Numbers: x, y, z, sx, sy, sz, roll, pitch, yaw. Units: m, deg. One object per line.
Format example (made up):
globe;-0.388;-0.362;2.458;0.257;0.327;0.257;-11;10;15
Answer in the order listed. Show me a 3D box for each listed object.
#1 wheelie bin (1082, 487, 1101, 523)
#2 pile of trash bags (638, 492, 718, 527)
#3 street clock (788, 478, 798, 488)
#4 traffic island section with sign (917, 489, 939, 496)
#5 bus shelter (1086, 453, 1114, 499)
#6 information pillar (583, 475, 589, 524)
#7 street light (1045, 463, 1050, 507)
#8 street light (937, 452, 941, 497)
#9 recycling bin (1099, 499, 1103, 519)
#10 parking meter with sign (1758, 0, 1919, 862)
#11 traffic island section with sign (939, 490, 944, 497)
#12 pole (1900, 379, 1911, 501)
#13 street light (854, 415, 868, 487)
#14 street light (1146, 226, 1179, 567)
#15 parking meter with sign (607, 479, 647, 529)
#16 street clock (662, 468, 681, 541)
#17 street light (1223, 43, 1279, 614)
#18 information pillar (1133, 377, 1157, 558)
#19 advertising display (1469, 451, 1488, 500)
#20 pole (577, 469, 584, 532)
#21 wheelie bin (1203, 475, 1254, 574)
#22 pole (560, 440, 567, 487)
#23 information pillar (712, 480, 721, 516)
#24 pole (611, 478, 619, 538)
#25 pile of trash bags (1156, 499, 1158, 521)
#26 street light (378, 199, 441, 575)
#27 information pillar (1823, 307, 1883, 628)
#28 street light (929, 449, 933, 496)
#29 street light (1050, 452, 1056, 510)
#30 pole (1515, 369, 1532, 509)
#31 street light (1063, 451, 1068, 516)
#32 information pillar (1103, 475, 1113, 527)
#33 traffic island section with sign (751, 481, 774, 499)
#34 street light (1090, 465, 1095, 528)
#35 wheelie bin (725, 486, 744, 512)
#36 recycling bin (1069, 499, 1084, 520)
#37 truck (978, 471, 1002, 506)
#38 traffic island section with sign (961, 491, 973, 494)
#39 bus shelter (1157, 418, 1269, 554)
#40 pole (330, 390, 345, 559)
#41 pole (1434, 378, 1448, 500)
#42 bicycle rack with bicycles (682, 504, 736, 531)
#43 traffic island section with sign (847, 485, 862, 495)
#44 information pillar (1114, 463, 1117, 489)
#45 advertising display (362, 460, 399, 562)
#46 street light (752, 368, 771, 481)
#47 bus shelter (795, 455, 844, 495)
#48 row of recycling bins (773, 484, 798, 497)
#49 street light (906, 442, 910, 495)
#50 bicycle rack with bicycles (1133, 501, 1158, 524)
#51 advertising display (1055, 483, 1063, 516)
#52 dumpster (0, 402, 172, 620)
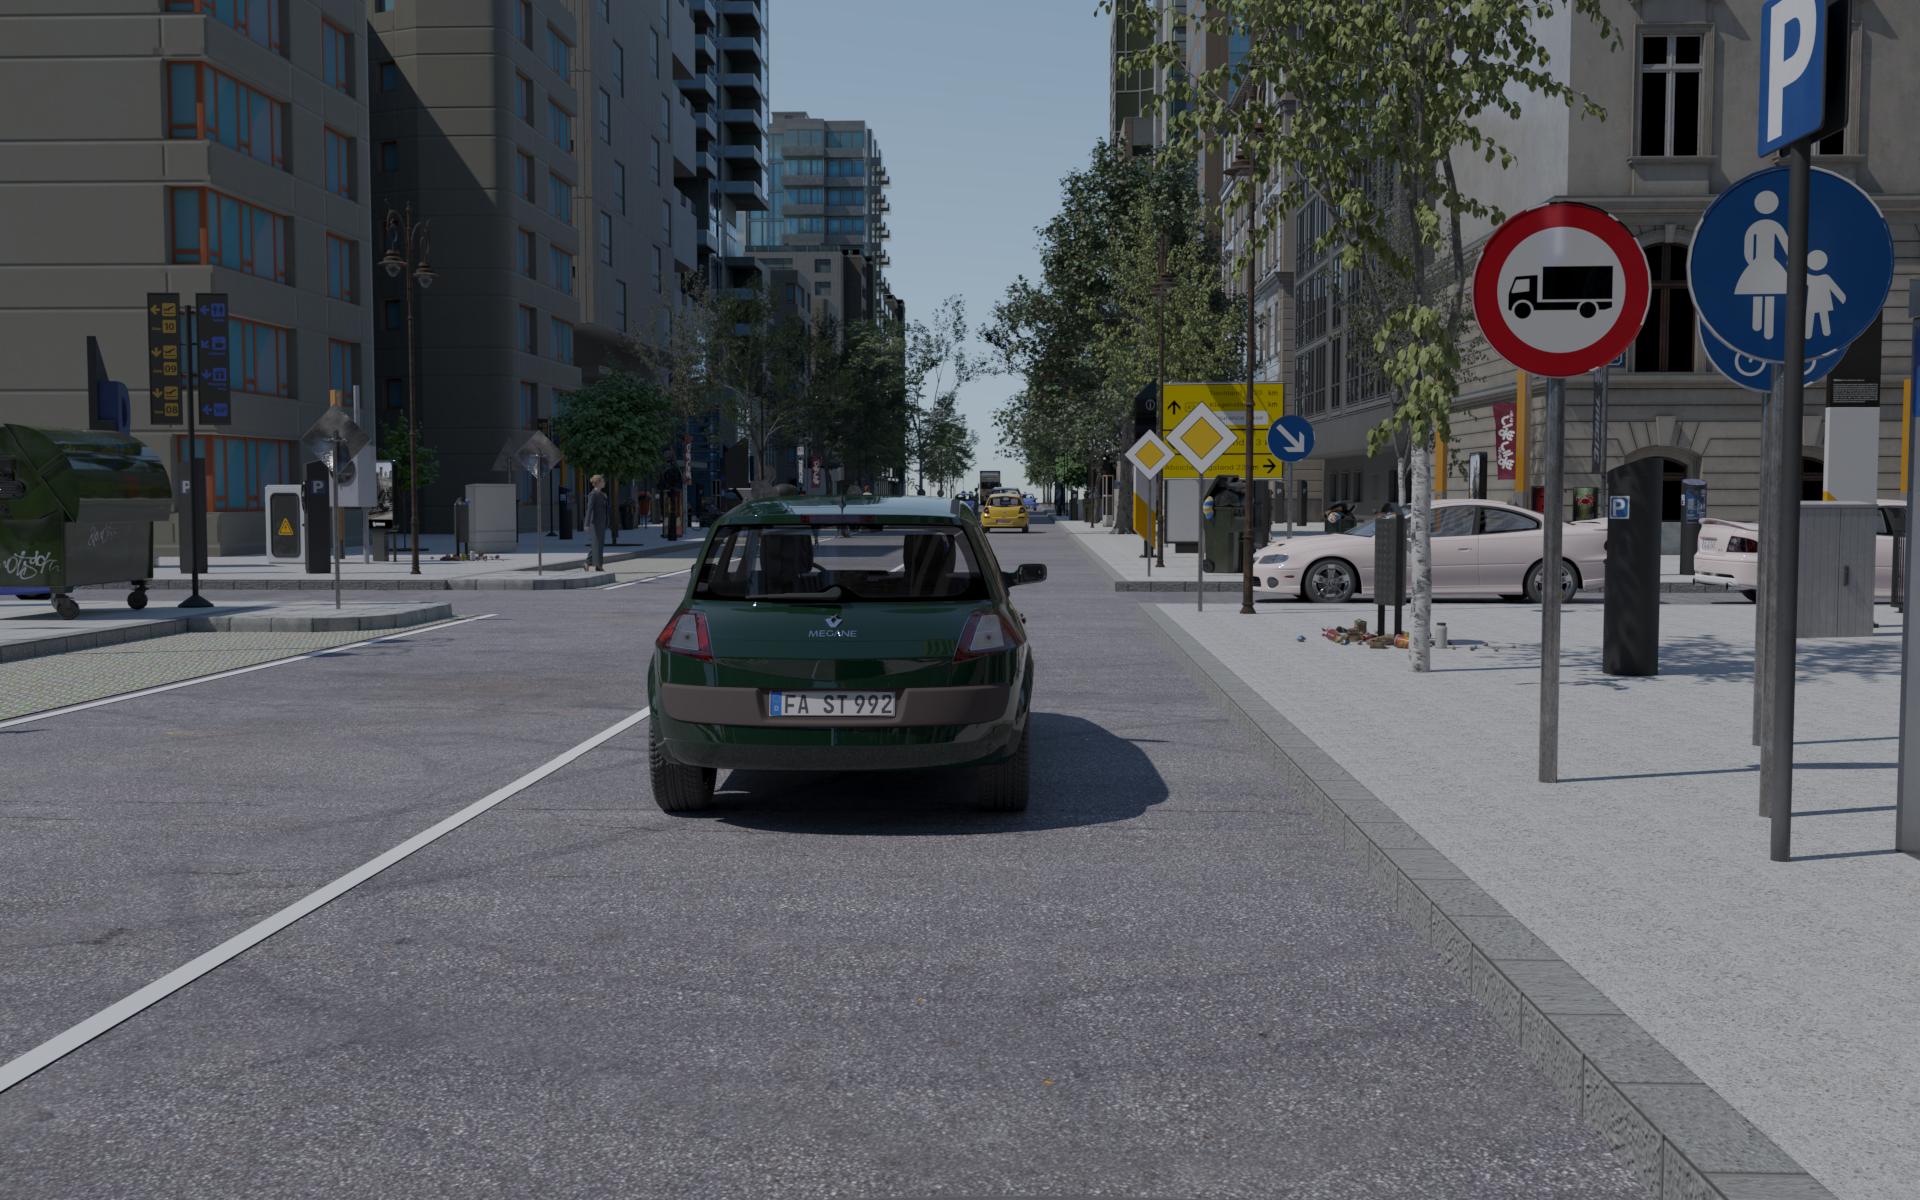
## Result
wheelie bin;5.928;-4.280;77.882;0.693;1.594;0.980;-3;5;-43
pile of trash bags;-10.928;-3.520;67.312;3.447;1.369;1.912;0;4;7
street clock;-7.689;-4.620;80.111;0.471;2.002;0.358;-2;4;-33
traffic island section with sign;-2.753;-7.163;125.736;1.989;1.847;2.006;0;4;2
bus shelter;7.523;-6.335;94.852;1.731;3.624;6.357;0;4;2
information pillar;-13.452;-3.511;61.903;0.304;2.012;0.304;1;4;9
street light;9.286;-12.550;177.984;0.468;5.910;1.993;0;4;2
street light;-2.295;-13.125;187.386;0.468;5.910;1.993;0;4;2
recycling bin;7.105;-4.629;88.244;0.722;1.027;0.722;-3;5;-41
parking meter with sign;3.694;-0.590;5.911;1.738;3.016;0.543;0;4;4
traffic island section with sign;-1.655;-8.862;153.519;1.989;1.847;2.006;0;4;2
pole;16.898;-2.265;30.877;0.158;3.312;0.155;0;3;0
street light;-5.786;-7.744;99.401;0.468;5.910;1.993;0;4;2
street light;3.506;-3.509;30.161;0.468;5.910;1.993;0;4;2
parking meter with sign;-12.284;-4.144;64.015;1.738;3.016;0.543;2;4;27
street clock;-7.874;-2.616;47.343;0.358;2.002;0.471;3;5;44
street light;3.090;-2.790;18.407;0.468;5.910;1.993;0;4;2
information pillar;3.722;-2.652;34.712;0.504;3.616;0.183;-2;4;-24
advertising display;7.946;-1.308;26.607;0.123;1.923;0.974;0;4;7
pole;-12.954;-3.986;59.018;0.158;3.312;0.155;0;3;0
wheelie bin;4.368;-1.241;28.195;0.693;1.594;0.980;3;5;41
pole;-11.688;-3.501;51.087;0.158;3.312;0.155;0;3;0
information pillar;-12.578;-5.196;89.439;0.304;2.012;0.304;3;5;39
pole;-10.165;-3.491;50.923;0.158;3.312;0.155;0;3;0
pile of trash bags;9.210;-4.560;84.302;3.447;1.369;1.912;0;4;7
street light;-8.704;-3.348;27.522;0.468;5.910;1.993;0;4;2
information pillar;8.540;-1.541;16.555;0.504;3.616;0.183;0;4;2
street light;-2.946;-12.344;174.611;0.468;5.910;1.993;0;4;2
street light;7.863;-10.393;142.706;0.468;5.910;1.993;0;4;2
pole;8.612;-1.997;26.493;0.158;3.312;0.155;0;3;0
street light;6.500;-8.256;107.772;0.468;5.910;1.993;0;4;2
information pillar;5.764;-3.853;67.487;0.304;2.012;0.304;-2;4;-25
traffic island section with sign;-5.724;-2.535;50.071;1.989;1.847;2.006;0;4;2
street light;5.008;-5.662;65.368;0.468;5.910;1.993;0;4;2
wheelie bin;-8.359;-3.432;64.027;0.693;1.594;0.980;-1;4;-12
recycling bin;5.743;-4.413;84.699;0.722;1.027;0.722;-1;4;-9
truck;3.646;-13.464;209.056;2.839;4.237;11.283;0;4;2
traffic island section with sign;1.561;-13.858;235.213;1.989;1.847;2.006;0;4;2
bus shelter;5.108;-2.508;34.926;2.014;3.302;5.546;0;4;2
pole;-12.233;-2.459;34.042;0.158;3.312;0.155;0;3;0
pole;8.495;-2.247;30.580;0.158;3.312;0.155;0;3;0
bicycle rack with bicycles;-8.248;-2.871;60.322;2.925;0.926;2.852;-3;5;-44
traffic island section with sign;-4.674;-4.187;77.085;1.989;1.847;2.006;0;4;2
information pillar;9.030;-6.762;101.921;0.183;3.616;0.504;-2;4;-33
advertising display;-11.010;-1.692;32.875;0.974;1.923;0.123;2;4;35
street light;-7.257;-5.552;63.556;0.468;5.910;1.993;0;4;2
bus shelter;-7.538;-6.069;93.155;2.014;3.302;5.546;0;4;2
row of recycling bins;-7.233;-3.939;71.516;1.069;1.692;3.534;0;4;-2
street light;-4.214;-10.207;139.673;0.468;5.910;1.993;0;4;2
bicycle rack with bicycles;8.848;-3.678;73.519;2.925;0.926;2.852;-3;4;-36
advertising display;5.773;-5.845;100.784;0.123;1.923;0.974;-1;4;-16
dumpster;-9.535;-0.968;18.326;1.502;2.255;1.985;0;4;2
